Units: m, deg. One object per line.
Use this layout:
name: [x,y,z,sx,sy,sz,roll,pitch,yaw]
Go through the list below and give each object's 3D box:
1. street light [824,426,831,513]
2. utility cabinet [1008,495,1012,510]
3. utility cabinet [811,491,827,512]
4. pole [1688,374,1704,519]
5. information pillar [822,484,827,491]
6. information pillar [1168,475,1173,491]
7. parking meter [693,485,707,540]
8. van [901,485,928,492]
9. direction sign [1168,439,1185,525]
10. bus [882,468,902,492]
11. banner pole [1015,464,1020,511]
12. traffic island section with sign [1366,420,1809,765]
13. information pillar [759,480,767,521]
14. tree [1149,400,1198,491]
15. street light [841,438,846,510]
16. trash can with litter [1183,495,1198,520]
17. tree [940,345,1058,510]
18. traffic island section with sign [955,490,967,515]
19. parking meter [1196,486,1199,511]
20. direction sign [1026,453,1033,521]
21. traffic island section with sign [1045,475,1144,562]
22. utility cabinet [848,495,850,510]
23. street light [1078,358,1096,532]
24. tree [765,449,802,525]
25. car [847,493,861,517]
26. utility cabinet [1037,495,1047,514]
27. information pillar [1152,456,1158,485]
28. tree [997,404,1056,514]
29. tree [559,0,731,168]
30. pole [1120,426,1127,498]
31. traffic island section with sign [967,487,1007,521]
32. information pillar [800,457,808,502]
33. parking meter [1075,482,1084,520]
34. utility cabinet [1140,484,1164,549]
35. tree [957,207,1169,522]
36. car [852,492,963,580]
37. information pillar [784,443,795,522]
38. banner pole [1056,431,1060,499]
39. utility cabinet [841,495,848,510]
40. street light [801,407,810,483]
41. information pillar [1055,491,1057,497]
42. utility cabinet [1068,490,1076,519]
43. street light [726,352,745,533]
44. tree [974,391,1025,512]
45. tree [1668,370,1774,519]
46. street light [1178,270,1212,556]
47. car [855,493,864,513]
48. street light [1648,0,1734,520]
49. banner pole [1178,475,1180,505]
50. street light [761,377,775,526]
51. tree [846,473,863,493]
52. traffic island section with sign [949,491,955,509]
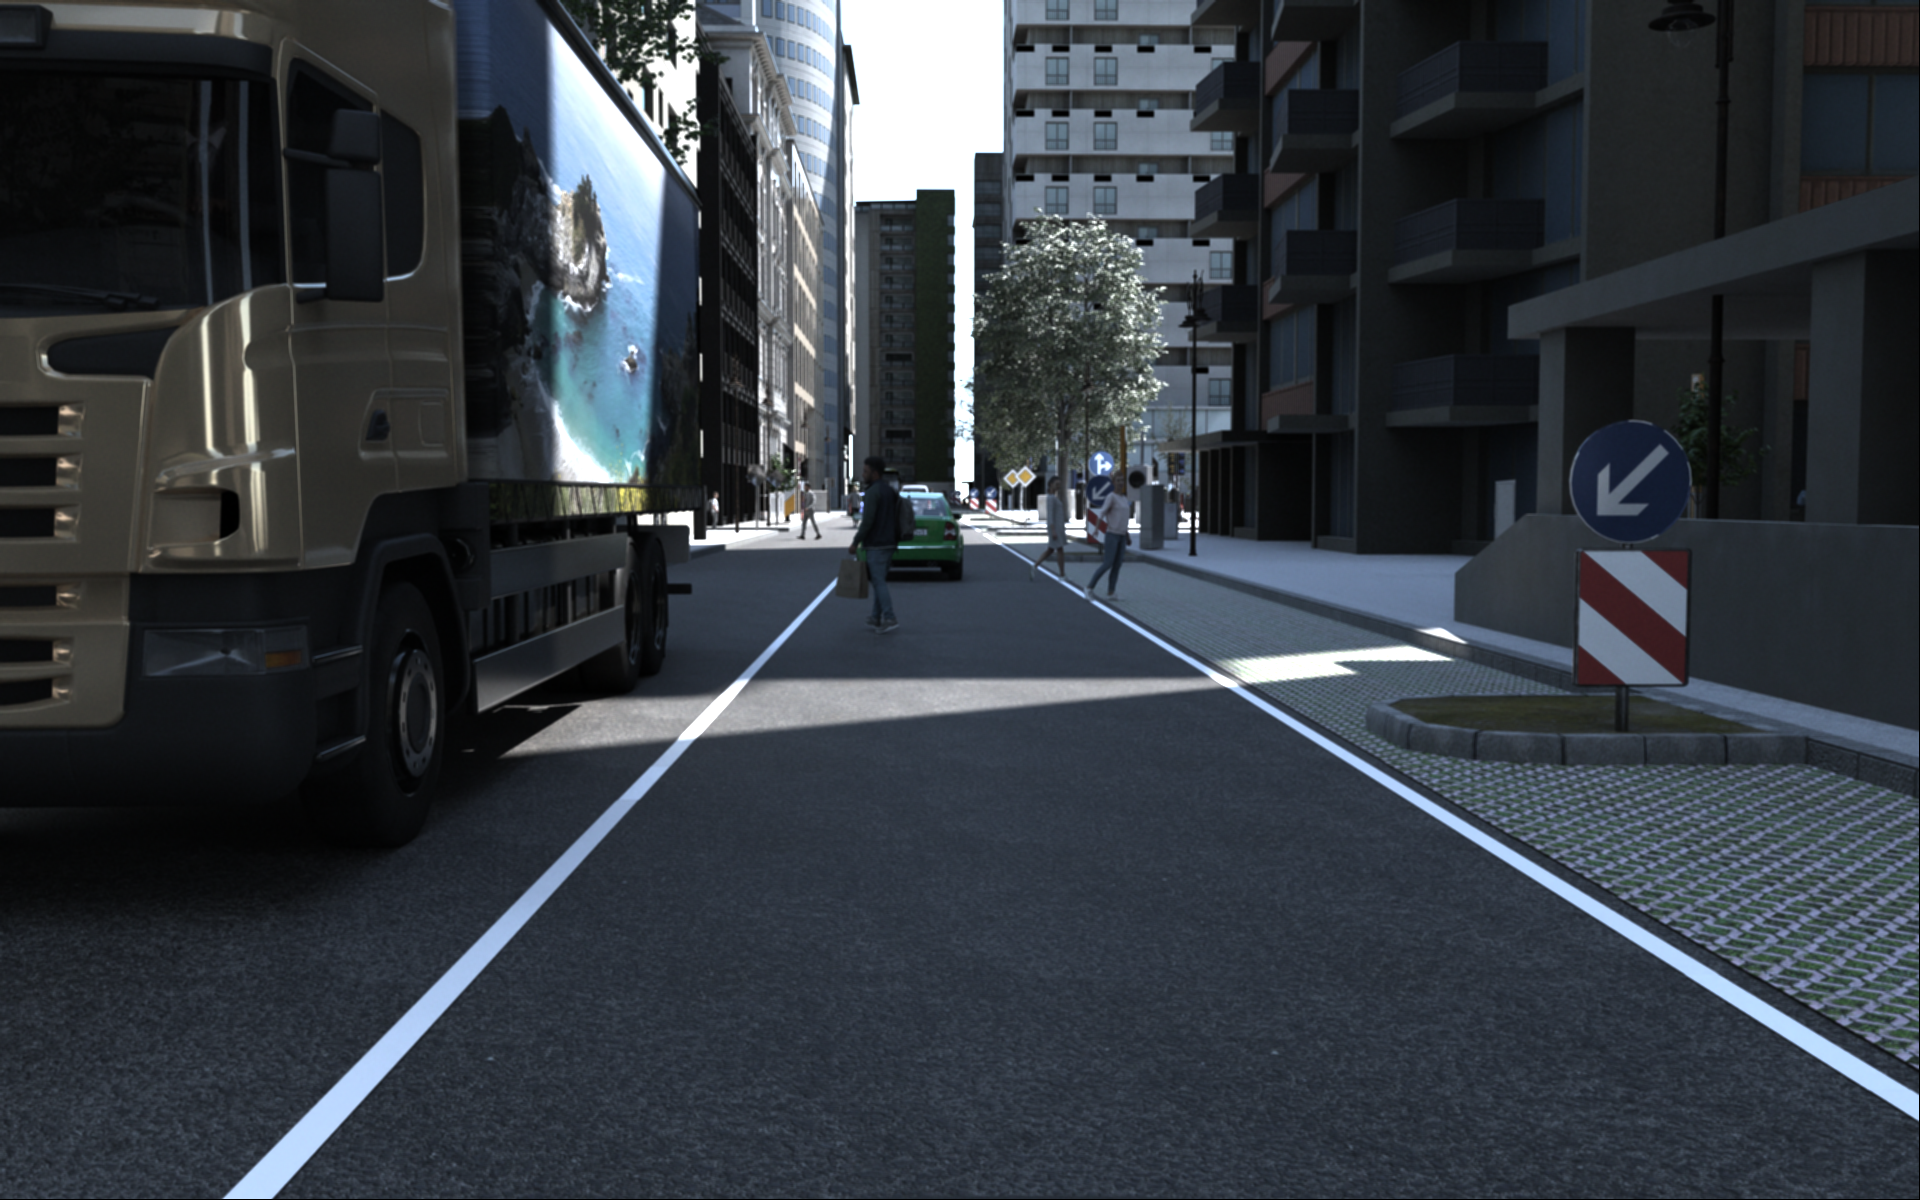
street light: [-8.781,-8.709,115.186,0.468,5.910,1.993,0,4,-1]
utility cabinet: [4.051,-7.962,141.343,0.306,1.237,1.020,0,4,0]
utility cabinet: [-9.640,-6.744,118.941,1.173,1.500,0.318,0,4,2]
pole: [12.535,-2.182,29.516,0.158,3.312,0.155,0,3,0]
information pillar: [-10.070,-7.613,128.968,0.304,2.012,0.304,2,4,31]
information pillar: [17.294,-9.238,142.391,0.183,3.616,0.504,3,5,41]
parking meter: [-7.261,-2.442,48.337,0.372,1.533,0.369,0,3,0]
van: [-2.260,-4.828,85.956,2.013,2.044,4.112,0,4,-1]
direction sign: [8.949,-4.875,71.702,0.876,3.537,0.379,-2,4,-33]
bus: [-7.005,-10.659,165.823,2.896,3.916,12.252,0,4,-2]
banner pole: [4.310,-8.544,129.718,0.401,3.779,0.863,-2,4,-28]
traffic island section with sign: [3.463,-0.087,10.044,1.989,1.847,2.006,0,4,-1]
information pillar: [-9.371,-4.779,82.631,0.304,2.012,0.304,2,4,27]
tree: [16.642,-11.194,133.382,4.360,8.622,3.978,0,3,0]
street light: [-9.266,-10.128,138.382,0.468,5.910,1.993,0,4,-1]
trash can with litter: [11.827,-4.610,86.439,2.233,1.210,1.678,1,4,21]
tree: [3.344,-13.895,137.556,12.009,13.543,11.850,0,3,0]
traffic island section with sign: [0.855,-6.824,120.208,1.989,1.847,2.006,0,4,-1]
parking meter: [16.795,-7.082,121.502,0.399,1.863,0.255,-1,4,-10]
direction sign: [3.337,-5.616,83.822,0.379,3.537,0.876,1,4,18]
traffic island section with sign: [2.828,-1.735,36.991,1.989,1.847,2.006,0,4,-1]
utility cabinet: [-9.103,-7.995,141.884,0.306,1.237,1.020,1,4,15]
street light: [4.331,-5.276,59.057,0.468,5.910,1.993,0,4,-1]
tree: [-7.742,-4.802,73.113,1.663,3.219,1.824,0,3,0]
car: [-6.153,-6.266,111.481,2.155,1.783,4.494,0,4,-1]
utility cabinet: [5.334,-6.021,109.609,0.306,1.237,1.020,-3,5,-41]
information pillar: [12.122,-7.110,107.609,0.183,3.616,0.504,-3,4,-37]
tree: [4.011,-9.849,111.392,4.360,8.622,3.978,0,3,0]
tree: [-6.581,-5.813,20.806,9.928,11.665,9.643,0,3,0]
pole: [4.906,-3.558,52.019,0.158,3.312,0.155,0,3,0]
traffic island section with sign: [1.515,-5.136,92.596,1.989,1.847,2.006,0,4,-1]
information pillar: [-9.945,-7.295,110.627,0.504,3.616,0.183,-1,4,-20]
parking meter: [5.857,-4.829,84.666,0.399,1.863,0.255,3,4,38]
utility cabinet: [4.454,-1.931,40.254,0.318,1.500,1.173,1,4,20]
tree: [4.767,-10.492,78.196,9.857,13.997,8.962,0,3,0]
car: [-0.909,-1.311,30.230,1.959,1.807,4.718,0,4,-3]
information pillar: [-7.868,-5.405,79.723,0.504,3.616,0.183,-1,4,-9]
banner pole: [3.844,-4.793,68.379,0.401,3.779,0.863,1,4,12]
utility cabinet: [-9.488,-7.919,140.642,0.306,1.237,1.020,0,4,-1]
street light: [-8.198,-7.289,91.958,0.468,5.910,1.993,0,4,-1]
information pillar: [4.969,-5.207,89.627,0.304,2.012,0.304,3,5,44]
utility cabinet: [5.890,-4.912,88.998,0.318,1.500,1.173,2,4,32]
street light: [-7.310,-5.129,56.641,0.468,5.910,1.993,0,4,-1]
tree: [3.105,-10.577,123.289,4.737,8.622,4.395,0,3,0]
tree: [11.408,-1.973,26.863,1.663,3.219,1.824,0,3,0]
street light: [4.846,-3.858,35.863,0.468,5.910,1.993,0,4,-1]
car: [-5.239,-5.545,100.254,1.945,1.707,3.694,0,4,-3]
street light: [5.425,-2.422,12.383,0.468,5.910,1.993,0,4,-1]
banner pole: [13.773,-7.265,108.802,0.401,3.779,0.863,1,4,17]
street light: [-7.616,-5.870,68.765,0.468,5.910,1.993,0,4,-1]
tree: [-10.091,-10.318,163.300,1.663,3.219,1.824,0,3,0]
traffic island section with sign: [-0.296,-9.852,169.701,1.989,1.847,2.006,0,4,-1]
